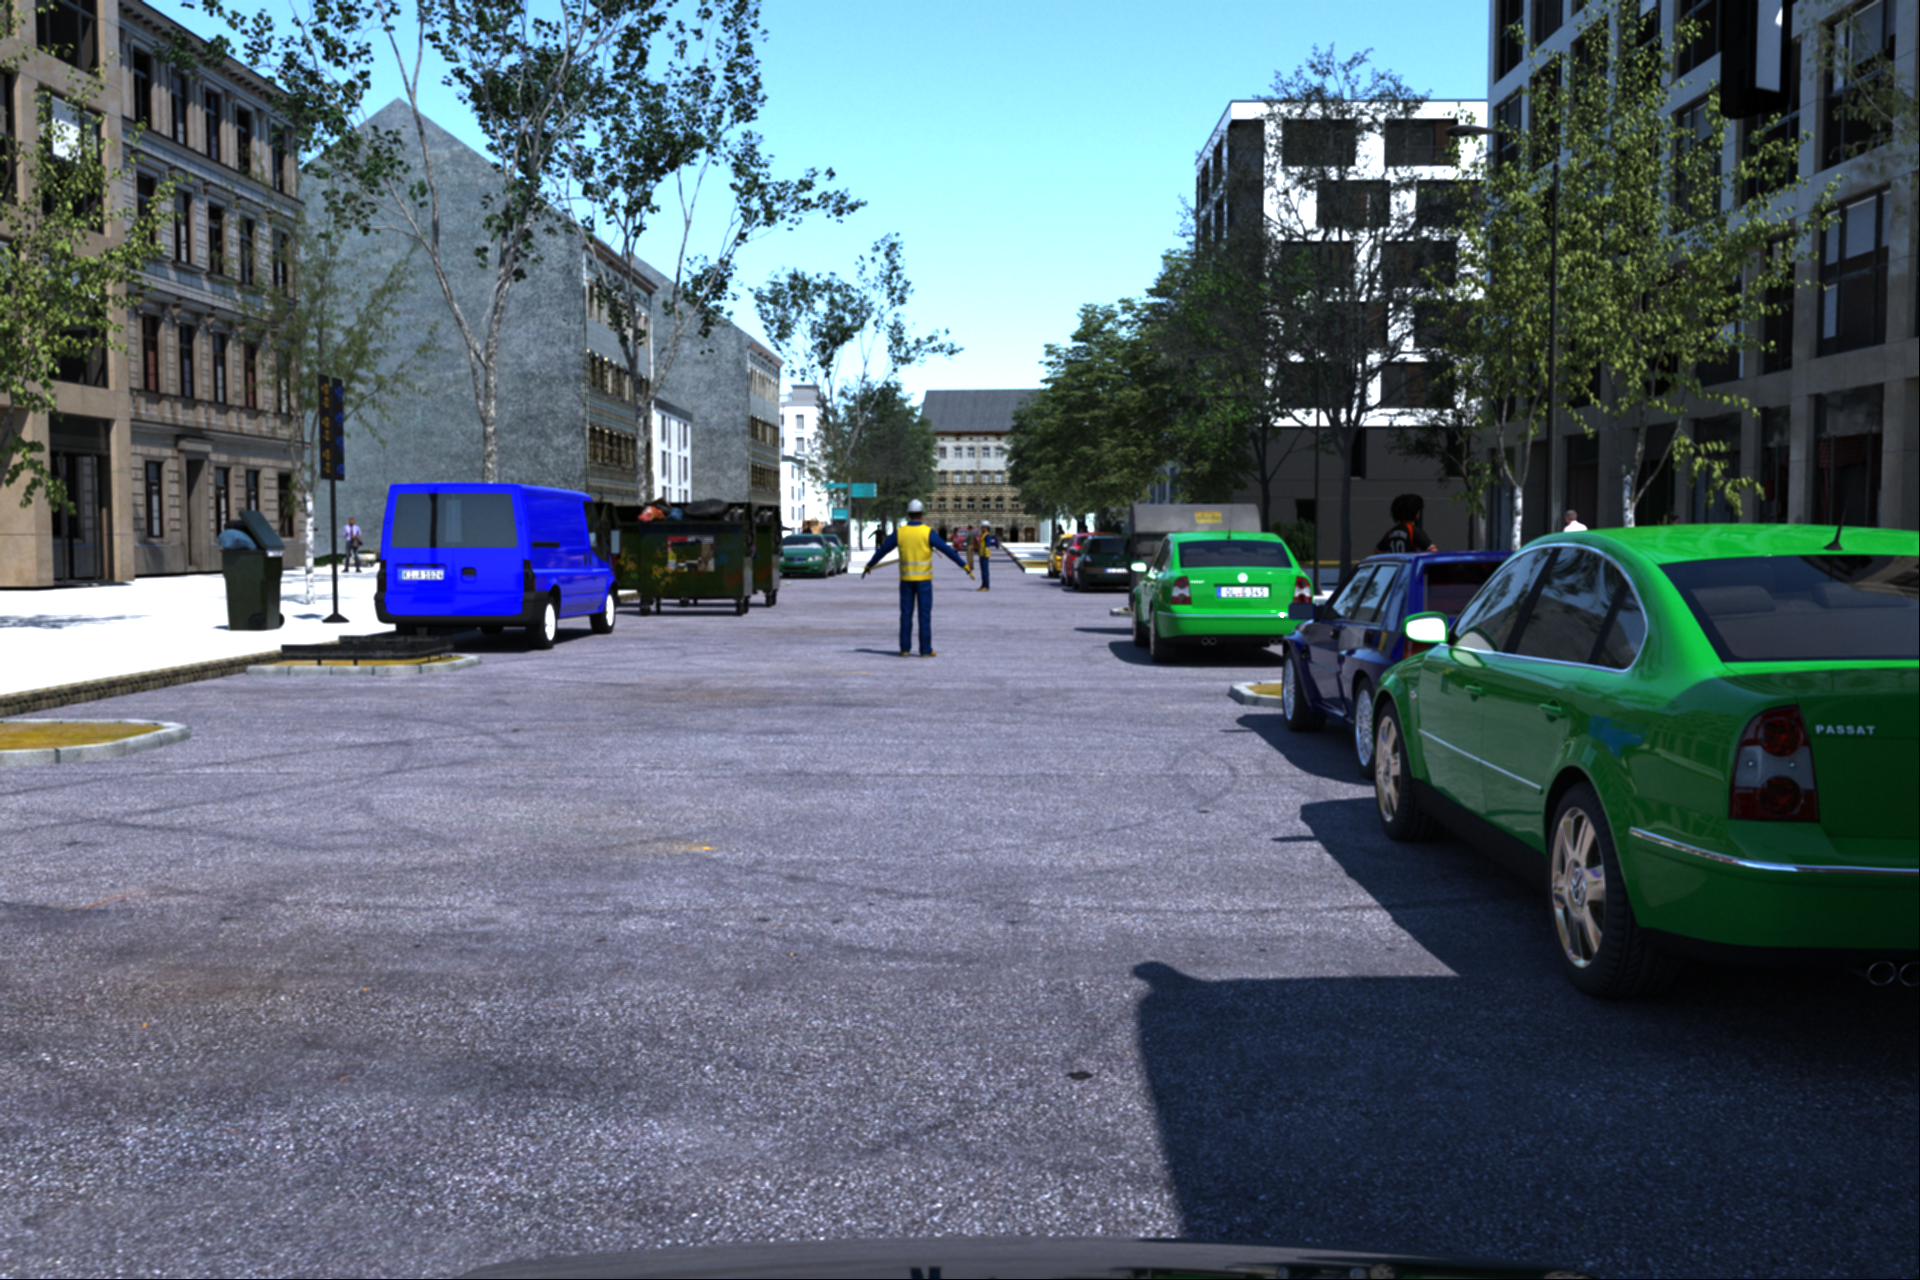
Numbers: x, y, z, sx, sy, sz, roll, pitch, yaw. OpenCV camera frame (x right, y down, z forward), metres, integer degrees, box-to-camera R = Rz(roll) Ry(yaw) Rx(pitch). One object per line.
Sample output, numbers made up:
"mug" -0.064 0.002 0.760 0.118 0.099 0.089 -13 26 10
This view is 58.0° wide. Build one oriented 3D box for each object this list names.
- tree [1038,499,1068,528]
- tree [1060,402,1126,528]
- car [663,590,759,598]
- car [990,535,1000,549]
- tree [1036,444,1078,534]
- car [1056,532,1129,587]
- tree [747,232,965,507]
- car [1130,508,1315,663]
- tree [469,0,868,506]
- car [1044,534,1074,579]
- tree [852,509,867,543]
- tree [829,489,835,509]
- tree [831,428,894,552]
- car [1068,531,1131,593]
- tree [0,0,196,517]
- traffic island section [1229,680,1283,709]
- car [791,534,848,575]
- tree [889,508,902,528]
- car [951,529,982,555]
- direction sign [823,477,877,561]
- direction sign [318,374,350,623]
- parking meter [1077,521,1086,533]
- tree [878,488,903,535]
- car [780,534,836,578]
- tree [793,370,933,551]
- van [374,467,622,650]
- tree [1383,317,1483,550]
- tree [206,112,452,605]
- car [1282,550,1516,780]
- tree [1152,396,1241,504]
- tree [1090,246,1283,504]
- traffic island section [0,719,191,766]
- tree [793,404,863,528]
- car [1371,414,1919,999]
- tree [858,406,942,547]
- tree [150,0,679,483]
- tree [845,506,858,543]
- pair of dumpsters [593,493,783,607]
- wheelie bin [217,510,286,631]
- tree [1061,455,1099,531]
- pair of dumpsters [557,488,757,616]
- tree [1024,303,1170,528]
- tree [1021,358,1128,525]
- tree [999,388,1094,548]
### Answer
"tree" 9.483 -13.182 165.879 4.360 8.622 3.978 0 3 0
"tree" 7.590 -8.801 94.262 4.737 8.622 4.395 0 3 0
"car" -5.724 -1.886 39.873 2.155 1.783 4.494 0 4 1
"car" 2.983 -9.684 170.906 1.945 1.354 3.894 0 4 0
"tree" 8.104 -10.735 125.886 4.360 8.622 3.978 0 3 0
"car" 3.769 -2.404 48.347 2.155 1.783 4.494 0 4 1
"tree" -6.514 -15.450 108.503 12.611 20.169 13.585 0 3 0
"car" 3.050 -0.722 20.600 1.959 1.807 4.718 0 4 1
"tree" -9.661 -12.415 58.868 12.611 20.169 13.585 0 3 0
"car" 3.816 -2.869 57.124 2.015 1.641 3.980 0 4 0
"tree" -14.202 -19.047 261.774 4.360 8.622 3.978 0 3 0
"tree" -23.346 -21.524 262.290 12.009 13.543 11.850 0 3 0
"tree" -7.331 -10.434 120.956 4.360 8.622 3.978 0 3 0
"car" 3.762 -2.066 43.573 2.009 1.686 4.222 0 4 0
"tree" -12.216 -4.365 21.737 4.737 8.622 4.395 0 3 0
"traffic island section" 3.377 0.482 14.987 1.991 0.108 1.994 0 4 1
"car" -5.070 -3.112 62.680 2.131 1.459 4.920 0 4 1
"tree" -9.162 -18.926 259.801 4.737 8.622 4.395 0 3 0
"car" 0.531 -6.931 121.990 2.281 1.827 5.304 0 4 1
"direction sign" -5.146 -5.680 81.623 2.525 3.948 1.411 0 4 2
"direction sign" -9.054 -2.019 25.015 0.379 3.537 0.876 0 4 0
"parking meter" 5.200 -4.185 74.136 0.399 1.863 0.255 0 3 0
"tree" -6.309 -12.415 153.350 4.360 8.622 3.978 0 3 0
"car" -5.163 -2.791 57.436 2.131 1.459 4.920 0 4 1
"tree" -7.499 -13.433 130.000 12.009 13.543 11.850 0 3 0
"van" -5.970 -1.146 23.124 2.240 2.365 5.245 0 4 1
"tree" 21.433 -8.395 71.672 7.601 10.594 8.767 -3 5 -44
"tree" -11.937 -4.931 30.988 4.360 8.622 3.978 0 3 0
"car" 3.226 0.071 11.415 1.945 1.354 3.894 0 4 1
"tree" 10.159 -7.820 78.215 4.360 8.622 3.978 0 3 0
"tree" 9.117 -9.248 69.336 7.486 12.596 7.792 0 3 0
"traffic island section" -6.367 0.688 11.617 1.991 0.108 1.994 0 4 1
"tree" -7.332 -9.043 98.218 4.360 8.622 3.978 0 3 0
"car" 2.835 0.129 6.694 1.959 1.807 4.718 0 4 1
"tree" -6.552 -16.149 170.687 9.857 13.997 8.962 0 3 0
"tree" -12.891 -11.473 43.468 12.611 20.169 13.585 0 3 0
"tree" -15.045 -18.653 255.335 4.360 8.622 3.978 0 3 0
"pair of dumpsters" -5.762 -1.791 34.232 4.436 2.255 1.574 0 4 1
"wheelie bin" -9.480 -0.932 23.152 0.693 1.594 0.980 0 4 2
"tree" 8.148 -10.398 120.363 4.360 8.622 3.978 0 3 0
"pair of dumpsters" -5.869 -1.568 30.595 4.436 2.255 1.574 0 4 1
"tree" 7.007 -10.234 85.451 7.486 12.596 7.792 0 3 0
"tree" 7.876 -11.885 112.451 7.486 12.596 7.792 0 3 0
"tree" 8.216 -14.860 149.616 9.857 13.997 8.962 0 3 0
